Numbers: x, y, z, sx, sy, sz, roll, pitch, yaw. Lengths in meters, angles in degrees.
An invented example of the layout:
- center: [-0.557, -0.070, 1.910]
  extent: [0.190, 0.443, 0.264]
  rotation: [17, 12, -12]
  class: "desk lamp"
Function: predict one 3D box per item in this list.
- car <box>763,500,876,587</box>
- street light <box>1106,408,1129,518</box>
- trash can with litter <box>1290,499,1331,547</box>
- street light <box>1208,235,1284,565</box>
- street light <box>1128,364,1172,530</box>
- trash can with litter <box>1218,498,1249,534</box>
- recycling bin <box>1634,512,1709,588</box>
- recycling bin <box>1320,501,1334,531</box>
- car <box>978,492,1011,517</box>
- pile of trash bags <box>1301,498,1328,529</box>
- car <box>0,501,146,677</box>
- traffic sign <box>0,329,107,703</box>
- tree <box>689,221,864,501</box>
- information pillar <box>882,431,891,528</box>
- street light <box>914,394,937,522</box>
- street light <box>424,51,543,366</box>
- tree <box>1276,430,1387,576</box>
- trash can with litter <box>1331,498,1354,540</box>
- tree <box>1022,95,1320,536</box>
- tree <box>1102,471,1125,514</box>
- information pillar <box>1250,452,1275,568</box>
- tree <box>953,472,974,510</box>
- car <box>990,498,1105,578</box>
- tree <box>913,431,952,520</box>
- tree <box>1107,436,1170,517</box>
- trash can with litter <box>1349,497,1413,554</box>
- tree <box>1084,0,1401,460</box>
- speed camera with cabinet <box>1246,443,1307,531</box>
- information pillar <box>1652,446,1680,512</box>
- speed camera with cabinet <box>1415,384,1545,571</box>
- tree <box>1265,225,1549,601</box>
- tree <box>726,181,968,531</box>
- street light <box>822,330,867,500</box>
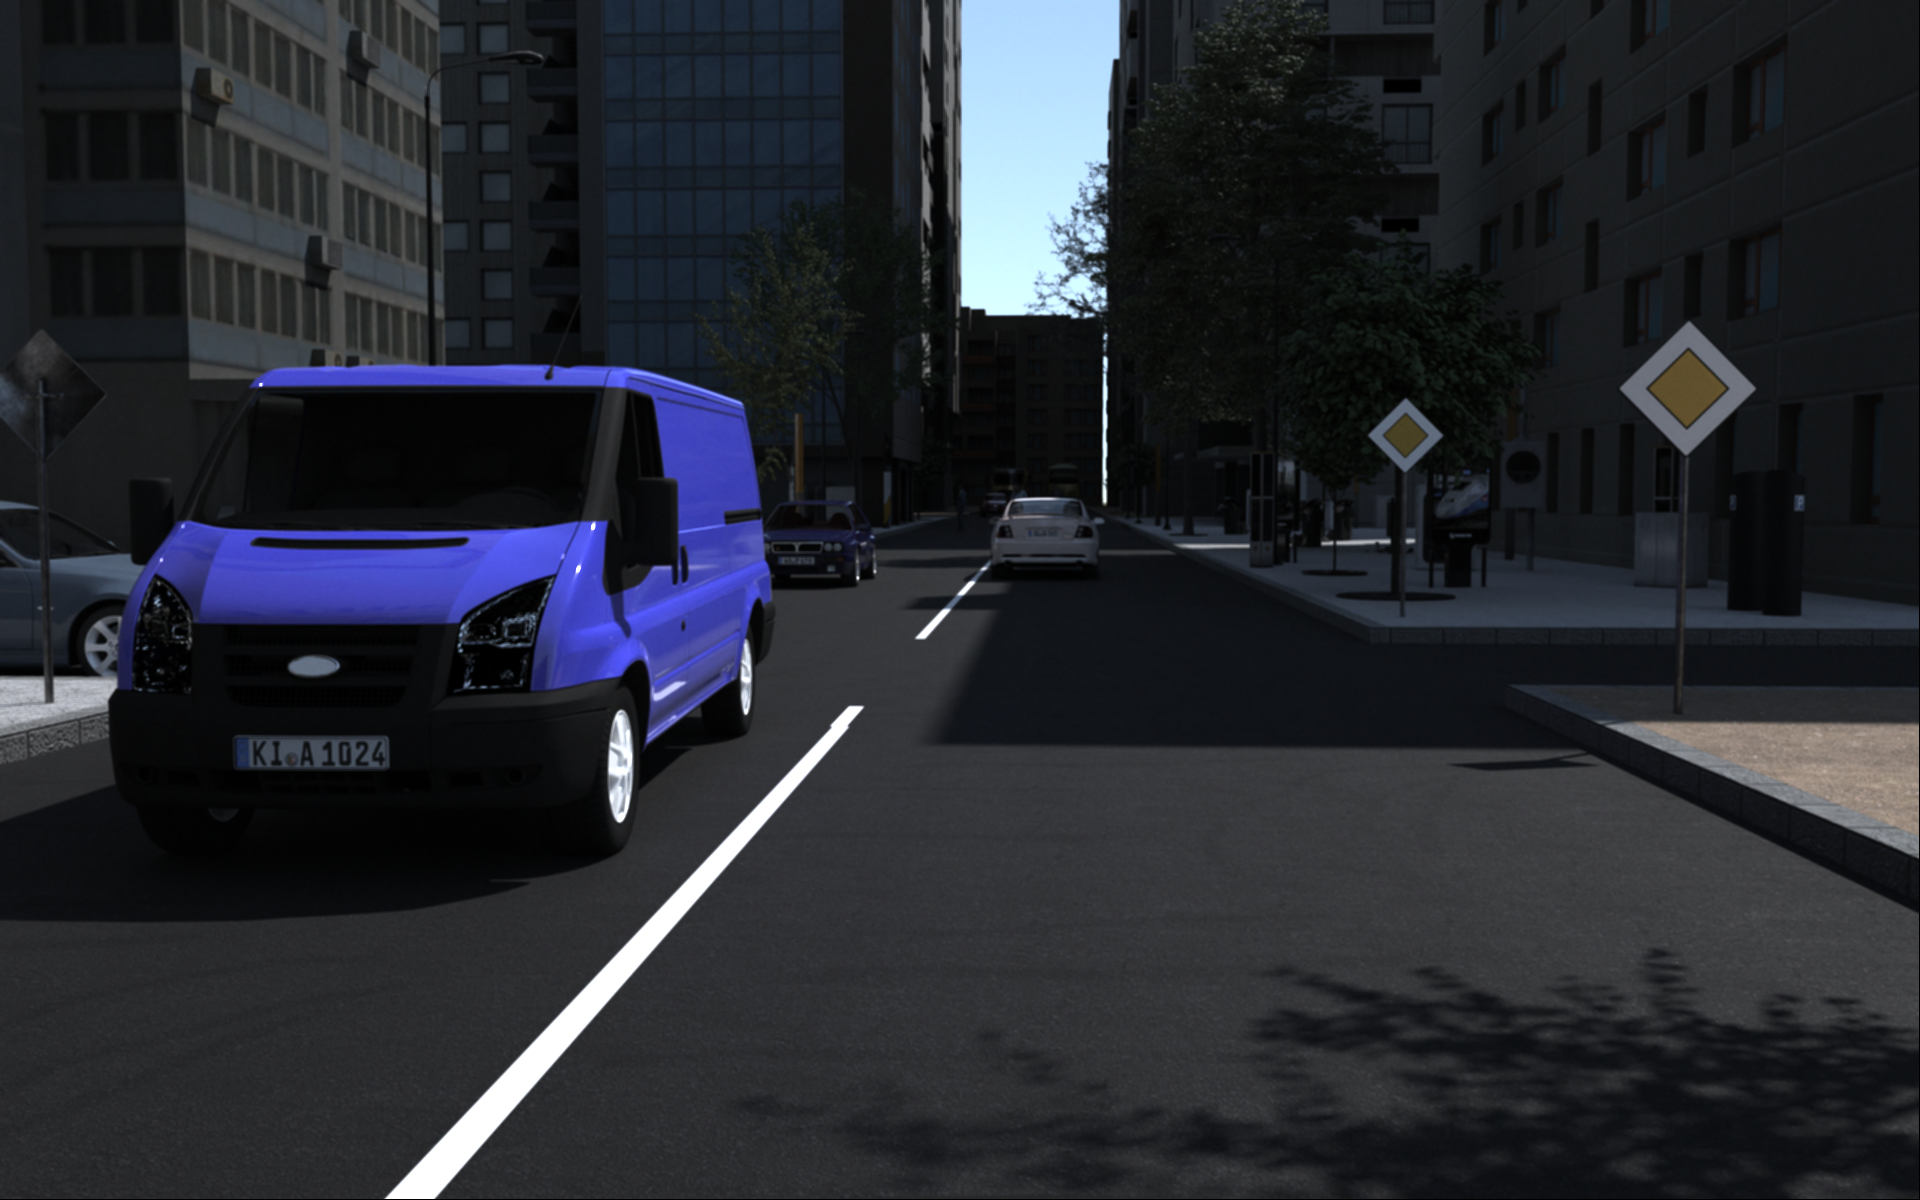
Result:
- center: [-2.359, -0.945, 28.033]
  extent: [1.945, 1.354, 3.894]
  rotation: [0, 4, 3]
  class: "car"
- center: [8.504, -7.369, 93.022]
  extent: [1.470, 5.913, 1.316]
  rotation: [0, 4, 3]
  class: "street light"
- center: [8.347, -1.871, 41.970]
  extent: [0.624, 1.170, 1.055]
  rotation: [-2, 4, -26]
  class: "trash can with litter"
- center: [5.135, -3.584, 31.147]
  extent: [1.470, 5.913, 1.316]
  rotation: [0, 4, 3]
  class: "street light"
- center: [6.905, -5.476, 62.080]
  extent: [1.470, 5.913, 1.316]
  rotation: [0, 4, 3]
  class: "street light"
- center: [8.712, -2.668, 55.002]
  extent: [0.624, 1.170, 1.055]
  rotation: [3, 5, 41]
  class: "trash can with litter"
- center: [9.841, -0.698, 23.961]
  extent: [0.722, 1.027, 0.722]
  rotation: [-3, 4, -37]
  class: "recycling bin"
- center: [12.866, -2.974, 61.175]
  extent: [0.722, 1.027, 0.722]
  rotation: [2, 4, 31]
  class: "recycling bin"
- center: [2.244, -6.157, 109.713]
  extent: [2.155, 1.783, 4.494]
  rotation: [0, 4, 4]
  class: "car"
- center: [12.375, -3.311, 63.887]
  extent: [3.447, 1.369, 1.912]
  rotation: [0, 4, 5]
  class: "pile of trash bags"
- center: [-7.649, -0.095, 13.548]
  extent: [4.499, 1.417, 2.014]
  rotation: [0, 4, 1]
  class: "car"
- center: [-5.594, -0.425, 10.584]
  extent: [0.795, 2.450, 0.064]
  rotation: [0, 4, 3]
  class: "traffic sign"
- center: [-4.742, -5.864, 46.233]
  extent: [4.737, 8.622, 4.395]
  rotation: [0, 3, 0]
  class: "tree"
- center: [-2.715, -4.484, 64.669]
  extent: [0.183, 3.616, 0.504]
  rotation: [1, 4, 22]
  class: "information pillar"
- center: [-1.746, -6.613, 80.655]
  extent: [1.470, 5.913, 1.316]
  rotation: [0, 4, 3]
  class: "street light"
- center: [-5.074, -2.803, 18.371]
  extent: [1.470, 5.913, 1.316]
  rotation: [0, 4, 3]
  class: "street light"
- center: [6.092, -2.010, 27.471]
  extent: [1.663, 3.219, 1.824]
  rotation: [0, 3, 0]
  class: "tree"
- center: [10.498, -2.246, 48.108]
  extent: [0.624, 1.170, 1.055]
  rotation: [-1, 4, -17]
  class: "trash can with litter"
- center: [7.009, -8.737, 53.212]
  extent: [12.009, 13.543, 11.850]
  rotation: [0, 3, 0]
  class: "tree"
- center: [10.204, -7.340, 114.617]
  extent: [1.663, 3.219, 1.824]
  rotation: [0, 3, 0]
  class: "tree"
- center: [5.271, -1.573, 30.218]
  extent: [0.304, 2.012, 0.304]
  rotation: [-2, 4, -32]
  class: "information pillar"
- center: [0.013, -8.796, 138.408]
  extent: [1.663, 3.219, 1.824]
  rotation: [0, 3, 0]
  class: "tree"
- center: [1.542, -1.132, 30.873]
  extent: [2.083, 1.381, 4.827]
  rotation: [0, 4, 4]
  class: "car"
- center: [-2.793, -6.651, 92.461]
  extent: [4.285, 4.588, 4.351]
  rotation: [0, 3, 0]
  class: "tree"
- center: [9.785, -6.868, 95.999]
  extent: [4.285, 4.588, 4.351]
  rotation: [0, 3, 0]
  class: "tree"
- center: [9.354, -1.642, 37.903]
  extent: [1.678, 1.210, 2.233]
  rotation: [1, 4, 14]
  class: "trash can with litter"
- center: [6.598, -7.449, 39.914]
  extent: [7.486, 12.596, 7.792]
  rotation: [0, 3, 0]
  class: "tree"
- center: [10.953, -4.016, 59.995]
  extent: [2.038, 3.252, 0.660]
  rotation: [3, 4, 37]
  class: "speed camera with cabinet"
- center: [10.767, -1.342, 26.432]
  extent: [0.304, 2.012, 0.304]
  rotation: [3, 5, 39]
  class: "information pillar"
- center: [8.693, -2.119, 28.974]
  extent: [2.038, 3.252, 0.660]
  rotation: [1, 4, 17]
  class: "speed camera with cabinet"
- center: [5.399, -2.296, 21.261]
  extent: [4.285, 4.588, 4.351]
  rotation: [0, 3, 0]
  class: "tree"
- center: [-3.726, -8.160, 59.175]
  extent: [9.928, 11.665, 9.643]
  rotation: [0, 3, 0]
  class: "tree"
- center: [-3.344, -4.695, 49.306]
  extent: [1.470, 5.913, 1.316]
  rotation: [0, 4, 3]
  class: "street light"
